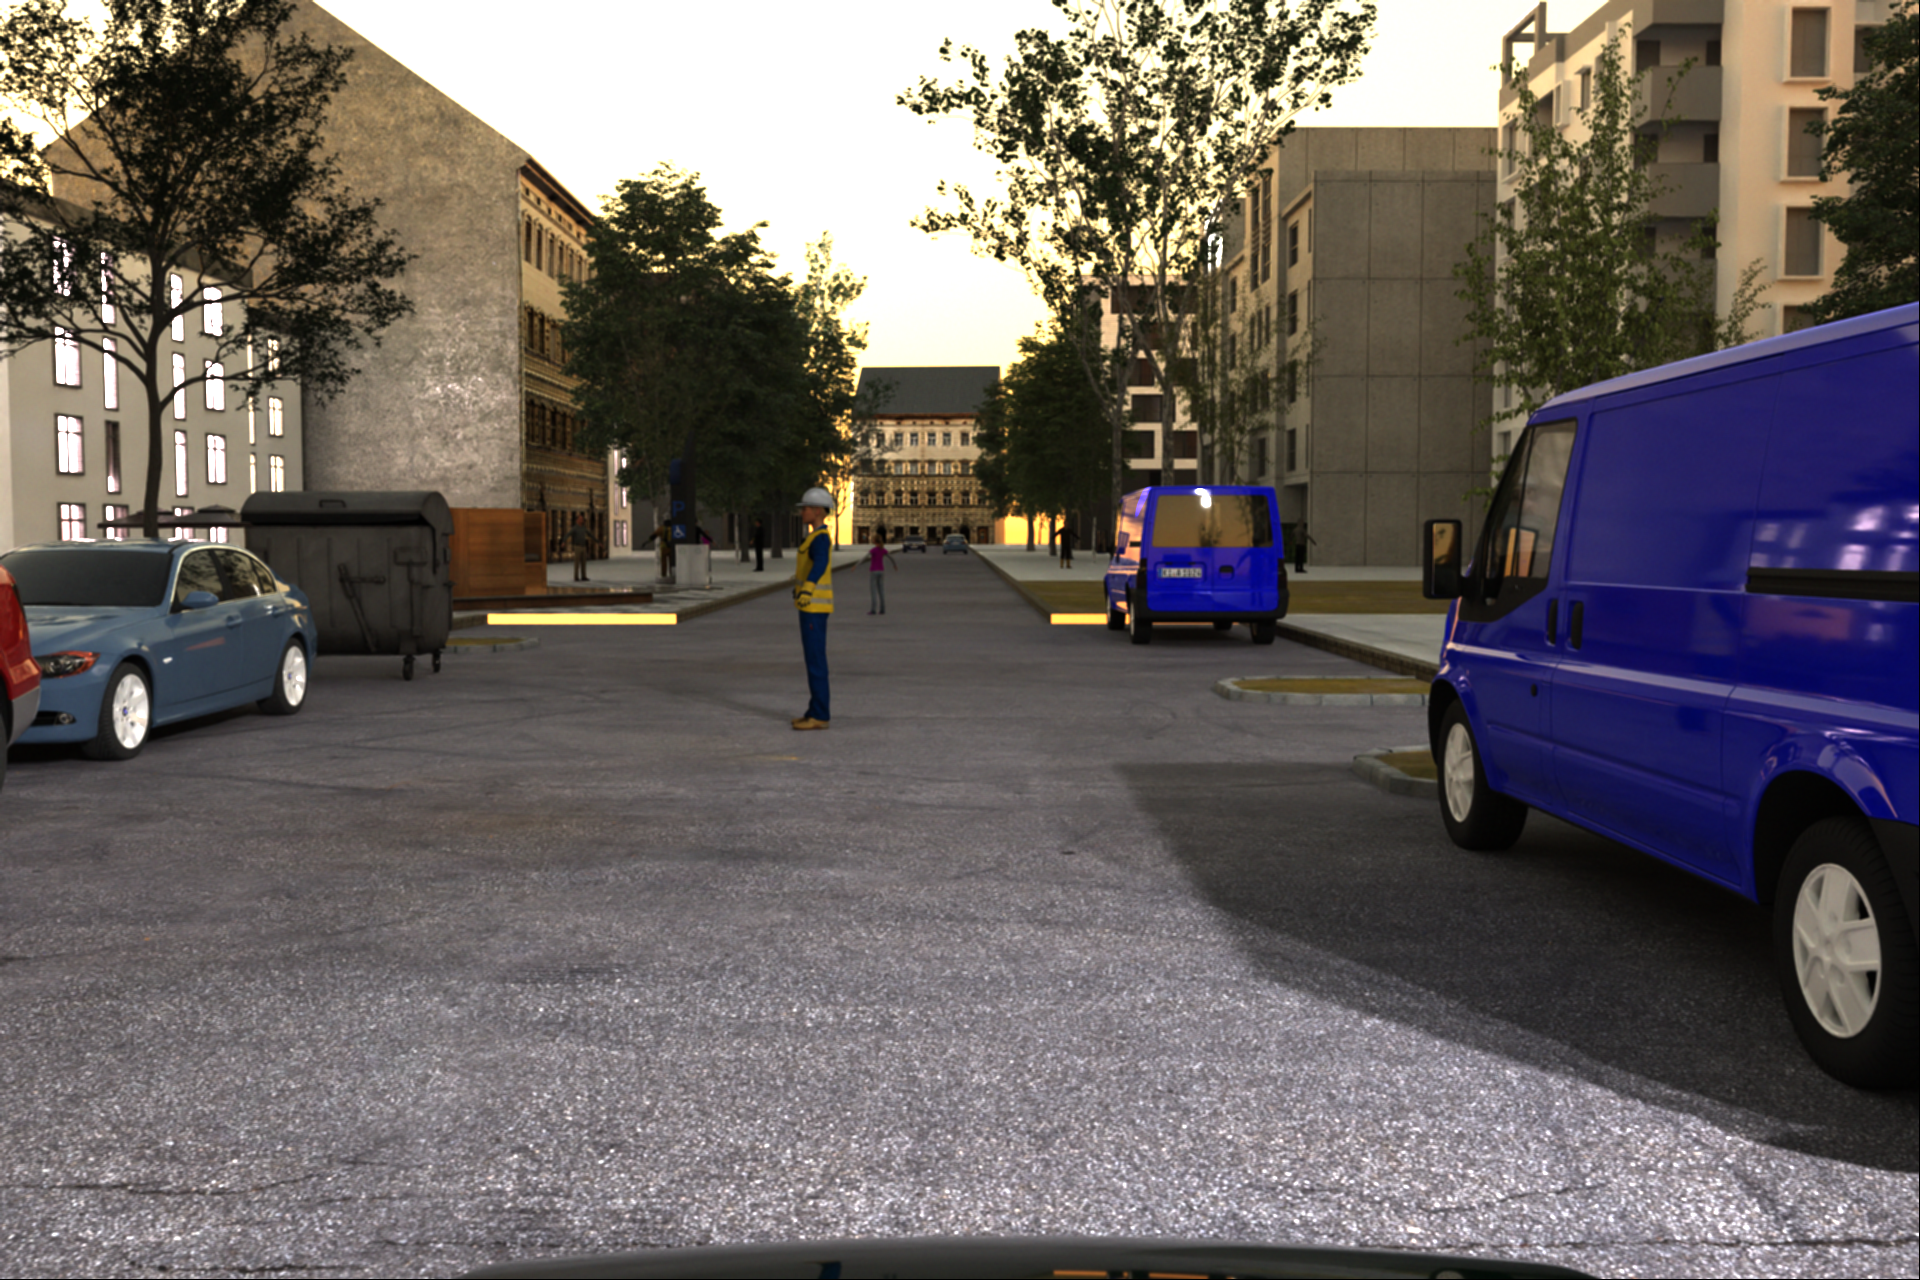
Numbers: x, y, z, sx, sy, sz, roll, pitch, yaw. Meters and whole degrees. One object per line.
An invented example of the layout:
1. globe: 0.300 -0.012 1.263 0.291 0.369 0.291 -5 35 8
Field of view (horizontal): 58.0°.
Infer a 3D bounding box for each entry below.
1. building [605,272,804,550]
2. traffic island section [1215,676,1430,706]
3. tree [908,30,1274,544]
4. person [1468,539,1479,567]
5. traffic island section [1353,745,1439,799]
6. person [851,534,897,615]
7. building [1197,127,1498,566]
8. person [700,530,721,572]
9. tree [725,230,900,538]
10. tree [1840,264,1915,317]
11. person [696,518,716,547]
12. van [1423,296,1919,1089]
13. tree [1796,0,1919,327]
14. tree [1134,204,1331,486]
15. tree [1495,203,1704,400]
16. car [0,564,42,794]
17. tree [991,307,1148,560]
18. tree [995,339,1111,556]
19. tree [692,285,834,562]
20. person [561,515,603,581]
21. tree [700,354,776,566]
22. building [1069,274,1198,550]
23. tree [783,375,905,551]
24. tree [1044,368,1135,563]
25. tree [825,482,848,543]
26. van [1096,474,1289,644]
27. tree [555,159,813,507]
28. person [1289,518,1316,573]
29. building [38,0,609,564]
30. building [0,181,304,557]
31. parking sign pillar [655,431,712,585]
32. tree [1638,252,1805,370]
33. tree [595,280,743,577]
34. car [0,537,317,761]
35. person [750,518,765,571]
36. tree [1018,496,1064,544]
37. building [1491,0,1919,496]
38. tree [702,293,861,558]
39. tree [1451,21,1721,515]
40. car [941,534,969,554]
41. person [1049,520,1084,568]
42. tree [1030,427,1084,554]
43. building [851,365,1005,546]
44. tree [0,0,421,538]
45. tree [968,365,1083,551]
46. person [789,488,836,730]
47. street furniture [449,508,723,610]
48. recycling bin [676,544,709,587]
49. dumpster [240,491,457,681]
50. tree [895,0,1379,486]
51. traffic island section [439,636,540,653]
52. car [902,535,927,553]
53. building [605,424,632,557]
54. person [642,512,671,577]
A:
1. building: -29.054 -18.818 151.654 27.936 21.610 32.646 0 4 0
2. traffic island section: 3.320 0.453 15.459 1.991 0.108 1.994 0 3 0
3. tree: 4.743 -12.896 66.731 12.611 20.169 13.585 0 3 0
4. person: 5.327 -0.645 16.383 1.345 1.849 0.704 -1 4 -21
5. traffic island section: 3.369 0.782 10.086 1.991 0.108 1.994 0 4 -1
6. person: -1.508 -1.169 30.838 0.991 1.433 0.599 -3 4 -38
7. building: 22.136 -13.306 84.014 16.747 18.905 31.486 0 4 0
8. person: -8.650 -3.047 59.086 0.991 1.433 0.599 -1 4 -13
9. tree: -10.116 -15.558 110.265 12.611 20.169 13.585 0 3 0
10. tree: 25.467 -5.893 46.716 4.737 8.622 4.395 0 3 0
11. person: -8.201 -2.900 53.602 1.347 1.806 0.705 1 4 20
12. van: 3.198 -0.107 6.133 2.240 2.365 5.245 0 4 -1
13. tree: 22.598 -7.922 36.186 9.857 13.997 8.962 0 3 0
14. tree: 5.586 -5.443 39.356 4.360 8.622 3.978 0 3 0
15. tree: 14.205 -5.410 38.821 4.737 8.622 4.395 0 3 0
16. car: -5.675 0.126 6.610 2.281 1.827 5.304 0 4 0
17. tree: 5.462 -10.272 86.079 7.486 12.596 7.792 0 3 0
18. tree: 5.657 -11.156 100.525 7.486 12.596 7.792 0 3 0
19. tree: -9.575 -9.806 78.462 7.486 12.596 7.792 0 3 0
20. person: -10.388 -2.518 47.436 0.705 1.796 1.348 3 5 42
21. tree: -8.928 -7.340 70.375 4.360 8.622 3.978 0 3 0
22. building: 23.381 -18.882 152.700 27.936 21.610 32.646 0 3 0
23. tree: -9.237 -13.507 131.206 12.009 13.543 11.850 0 3 0
24. tree: 5.994 -7.735 76.822 4.360 8.622 3.978 0 3 0
25. tree: -16.767 -16.771 224.559 4.737 8.622 4.395 0 3 0
26. van: 3.151 -1.211 24.186 2.240 2.365 5.245 0 3 0
27. tree: -9.398 -9.352 59.556 9.857 13.997 8.962 0 3 0
28. person: 11.336 -3.146 57.570 0.705 1.813 1.348 -2 4 -27
29. building: -26.967 -15.117 78.099 19.493 23.208 18.063 0 4 -1
30. building: -26.960 -6.909 55.105 9.099 9.664 28.070 0 4 0
31. parking sign pillar: -7.120 -3.430 44.548 1.447 3.967 1.447 0 4 1
32. tree: 20.218 -5.853 46.059 4.737 8.622 4.395 0 3 0
33. tree: -8.979 -6.137 50.706 4.360 8.622 3.978 0 3 0
34. car: -6.127 -0.028 12.467 2.014 1.417 4.499 0 4 0
35. person: -6.954 -3.292 59.760 0.705 1.837 1.347 1 4 10
36. tree: 10.338 -17.355 218.159 7.601 10.594 8.767 0 4 8
37. building: 25.125 -12.648 63.221 16.016 20.090 11.380 0 4 0
38. tree: -9.907 -11.351 92.247 9.857 13.997 8.962 0 3 0
39. tree: 9.148 -4.623 25.946 4.737 8.622 4.395 0 3 0
40. car: -0.335 -6.893 124.697 2.014 1.417 4.499 0 4 -1
41. person: 3.968 -3.600 64.995 1.346 1.812 0.704 -1 4 -13
42. tree: 5.462 -9.690 108.800 4.360 8.622 3.978 0 3 0
43. building: -3.778 -23.961 225.152 18.063 23.208 19.493 0 4 5
44. tree: -11.417 -5.531 24.842 7.601 10.594 8.767 -2 4 -28
45. tree: 5.162 -13.541 128.044 9.857 13.997 8.962 0 3 0
46. person: -1.151 -0.237 12.796 0.721 1.772 1.216 0 4 -7
47. street furniture: -11.021 -1.558 32.331 9.812 1.723 11.010 3 5 40
48. recycling bin: -6.507 -1.809 42.136 0.722 1.027 0.722 0 4 -1
49. dumpster: -6.111 -0.559 17.357 1.865 1.857 1.264 0 4 0
50. tree: 4.528 -11.836 49.404 12.611 20.169 13.585 0 3 0
51. traffic island section: -6.392 0.065 21.796 1.991 0.108 1.994 0 4 0
52. car: -3.504 -7.392 133.444 1.945 1.354 3.894 0 3 0
53. building: -24.082 -9.874 103.579 9.099 9.664 28.070 0 4 -1
54. person: -7.786 -2.467 46.101 1.354 1.858 0.705 -2 4 -25
